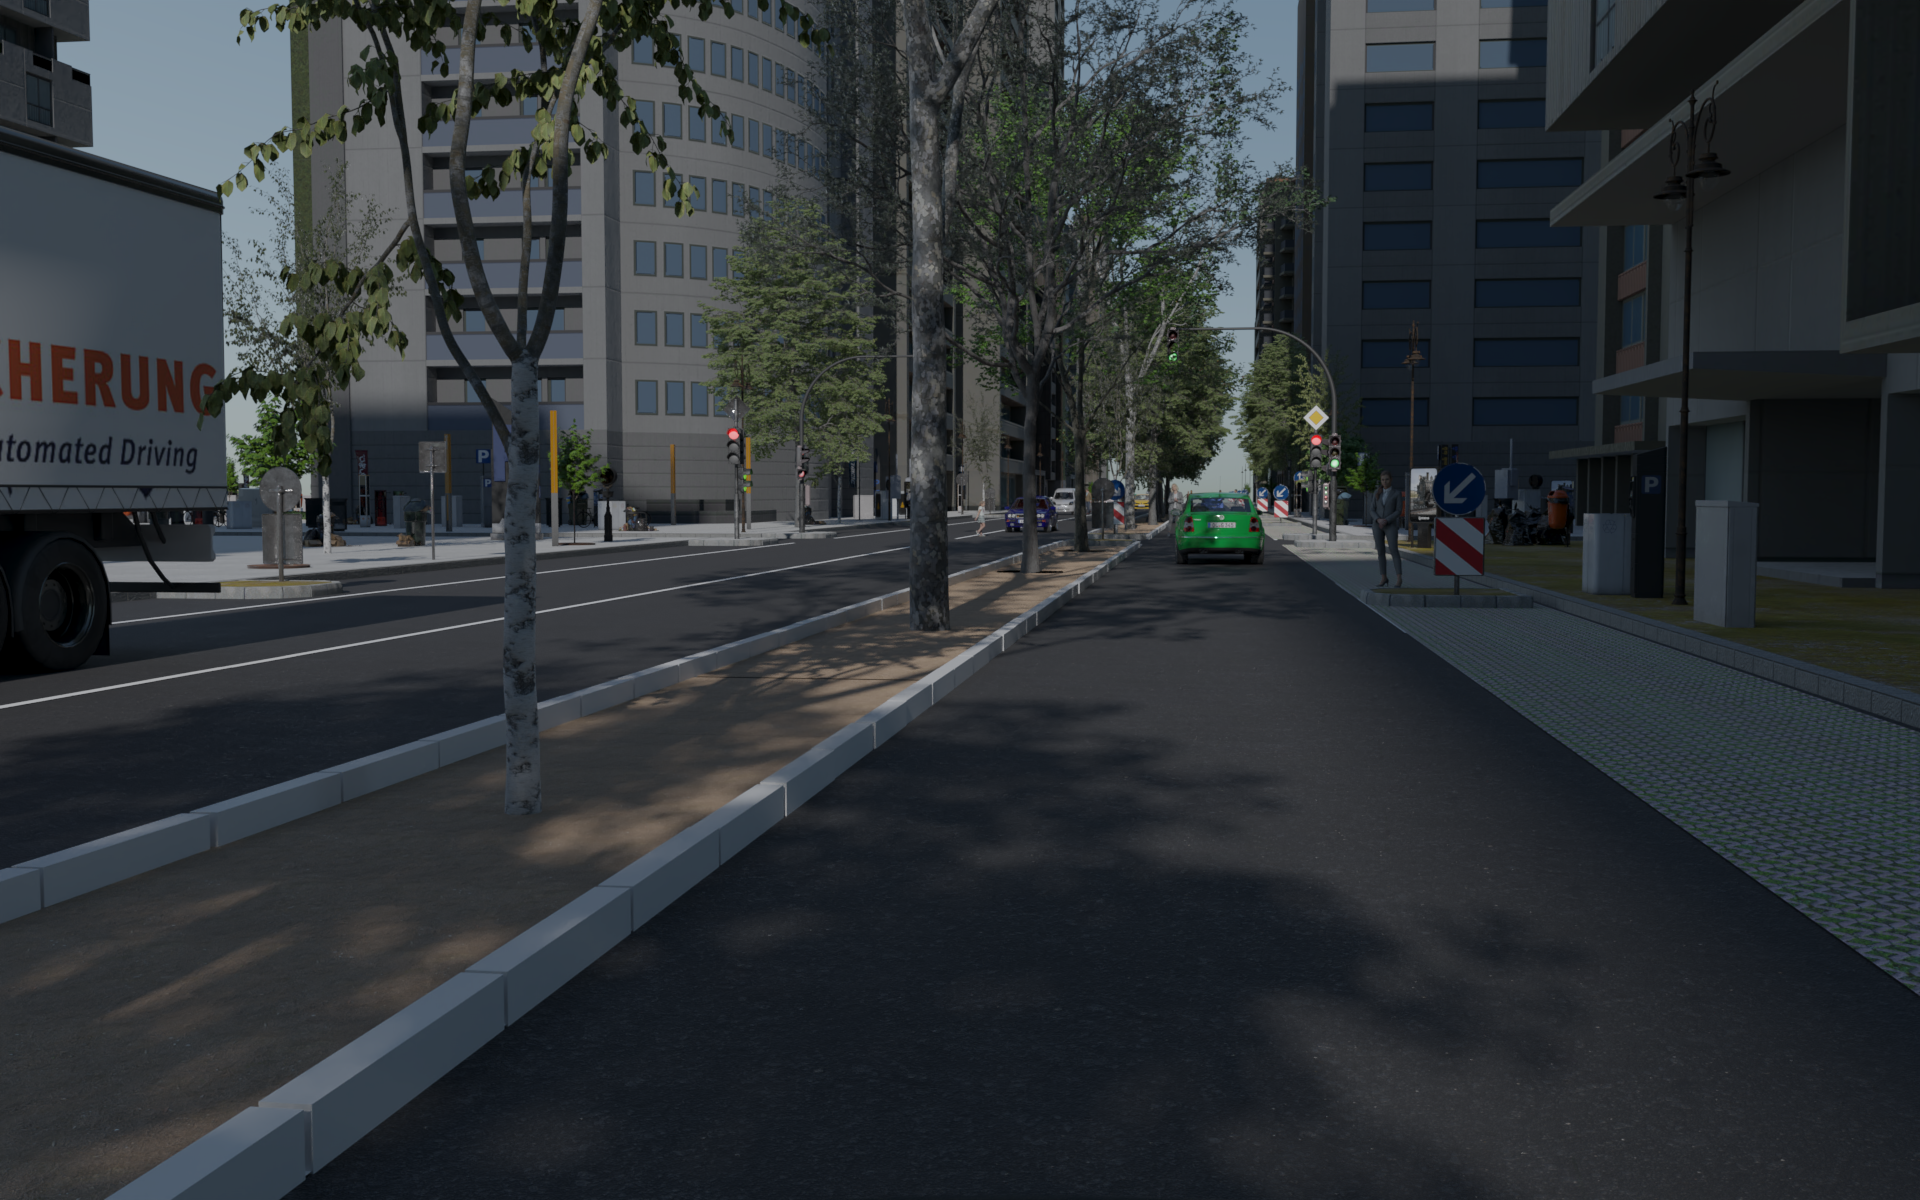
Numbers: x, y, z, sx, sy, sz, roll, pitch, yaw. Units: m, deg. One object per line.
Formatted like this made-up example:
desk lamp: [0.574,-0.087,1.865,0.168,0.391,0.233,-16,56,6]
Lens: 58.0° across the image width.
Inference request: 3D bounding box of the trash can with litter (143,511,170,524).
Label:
trash can with litter: [-21.572,-2.164,46.762,0.624,1.170,1.055,0,4,-3]

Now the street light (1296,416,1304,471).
street light: [20.207,-7.963,102.980,0.468,5.910,1.993,1,4,8]

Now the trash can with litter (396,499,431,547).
trash can with litter: [-13.397,-1.901,42.462,0.624,1.170,1.055,0,4,5]

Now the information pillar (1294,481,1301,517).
information pillar: [18.661,-5.578,95.698,0.304,2.012,0.304,-1,4,-15]

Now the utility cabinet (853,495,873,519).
utility cabinet: [-5.082,-4.883,91.006,1.020,1.237,0.306,-1,4,-19]

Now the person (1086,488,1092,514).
person: [9.231,-7.120,124.826,0.656,1.842,0.836,2,4,26]

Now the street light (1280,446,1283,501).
street light: [23.964,-9.529,128.592,0.468,5.910,1.993,1,4,8]

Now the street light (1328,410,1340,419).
street light: [16.590,-6.374,77.008,0.468,5.910,1.993,1,4,8]

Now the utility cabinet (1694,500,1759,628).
utility cabinet: [7.560,-0.363,17.098,0.306,1.237,1.020,0,4,7]

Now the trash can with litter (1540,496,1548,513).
trash can with litter: [26.909,-4.274,80.937,2.233,1.210,1.678,3,4,38]

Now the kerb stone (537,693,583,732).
kerb stone: [-2.547,0.714,10.537,0.120,0.150,1.000,1,4,8]

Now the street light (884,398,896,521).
street light: [-3.402,-6.762,83.338,0.468,5.910,1.993,1,4,8]

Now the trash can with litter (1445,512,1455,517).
trash can with litter: [17.164,-2.997,60.382,0.624,1.170,1.055,2,4,31]

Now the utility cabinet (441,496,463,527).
utility cabinet: [-19.932,-3.472,67.922,1.020,1.237,0.306,3,5,39]

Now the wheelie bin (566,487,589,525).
wheelie bin: [-15.622,-3.857,70.963,0.693,1.594,0.980,3,5,44]

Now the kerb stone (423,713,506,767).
kerb stone: [-2.696,0.776,9.515,0.120,0.150,1.000,1,4,8]

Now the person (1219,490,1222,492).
person: [23.912,-9.204,159.004,0.705,1.821,1.348,0,4,-4]

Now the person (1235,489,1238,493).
person: [20.392,-7.266,127.568,0.850,1.792,0.678,-1,4,-10]

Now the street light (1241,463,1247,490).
street light: [43.023,-17.632,261.068,0.468,5.910,1.993,1,4,8]

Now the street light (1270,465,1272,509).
street light: [27.514,-11.022,153.001,0.468,5.910,1.993,1,4,8]

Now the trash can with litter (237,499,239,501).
trash can with litter: [-36.111,-4.612,86.791,0.624,1.170,1.055,1,4,21]

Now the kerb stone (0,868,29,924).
kerb stone: [-3.280,1.025,5.444,0.120,0.150,1.000,1,4,8]

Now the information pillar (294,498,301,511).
information pillar: [-38.942,-5.947,101.733,0.304,2.012,0.304,-3,5,-43]

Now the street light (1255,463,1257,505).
street light: [34.780,-14.137,203.934,0.468,5.910,1.993,1,4,8]

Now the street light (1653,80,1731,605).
street light: [8.360,-2.884,19.937,0.468,5.910,1.993,1,4,8]

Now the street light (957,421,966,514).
street light: [0.165,-8.333,109.025,0.468,5.910,1.993,1,4,8]

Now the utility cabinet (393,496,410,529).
utility cabinet: [-20.904,-3.286,64.893,0.306,1.237,1.020,0,4,2]

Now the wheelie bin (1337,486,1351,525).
wheelie bin: [15.611,-3.871,71.203,0.980,1.594,0.693,3,4,36]

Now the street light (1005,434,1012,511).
street light: [3.717,-9.830,133.509,0.468,5.910,1.993,1,4,8]

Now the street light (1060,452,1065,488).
street light: [10.918,-12.927,184.136,0.468,5.910,1.993,1,4,8]

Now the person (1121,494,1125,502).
person: [9.686,-5.732,102.028,0.655,1.846,0.447,-2,4,-32]

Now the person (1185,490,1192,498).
person: [22.935,-9.990,171.806,1.348,1.831,0.705,1,4,22]

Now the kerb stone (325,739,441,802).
kerb stone: [-2.837,0.839,8.503,0.120,0.150,1.000,1,4,8]

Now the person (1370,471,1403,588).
person: [6.525,-1.086,26.528,0.520,1.790,0.573,1,4,17]

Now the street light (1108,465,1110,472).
street light: [22.929,-17.954,266.339,0.468,5.910,1.993,1,4,8]

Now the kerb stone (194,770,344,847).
kerb stone: [-2.979,0.900,7.482,0.120,0.150,1.000,1,4,8]

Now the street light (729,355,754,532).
street light: [-7.239,-5.196,57.737,0.468,5.910,1.993,1,4,8]

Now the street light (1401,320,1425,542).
street light: [12.080,-4.496,46.298,0.468,5.910,1.993,1,4,8]

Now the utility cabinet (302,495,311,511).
utility cabinet: [-34.188,-4.910,91.446,1.020,1.237,0.306,1,4,18]

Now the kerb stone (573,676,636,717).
kerb stone: [-2.400,0.654,11.550,0.120,0.150,1.000,1,4,8]

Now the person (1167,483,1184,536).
person: [7.339,-3.073,58.925,0.537,1.800,0.526,1,4,16]

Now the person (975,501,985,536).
person: [0.674,-2.776,58.906,0.382,1.210,0.505,0,4,-4]

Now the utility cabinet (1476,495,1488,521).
utility cabinet: [25.215,-4.438,83.729,0.306,1.237,1.020,2,4,31]

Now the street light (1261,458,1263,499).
street light: [31.180,-12.595,178.708,0.468,5.910,1.993,1,4,8]

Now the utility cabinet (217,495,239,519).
utility cabinet: [-37.214,-4.703,88.056,1.020,1.237,0.306,0,4,5]

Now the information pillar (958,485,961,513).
information pillar: [0.034,-6.880,116.980,0.304,2.012,0.304,1,4,12]

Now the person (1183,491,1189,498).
person: [24.139,-10.660,183.316,1.217,1.766,0.721,1,4,20]

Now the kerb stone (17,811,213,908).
kerb stone: [-3.137,0.963,6.456,0.120,0.150,1.000,1,4,8]

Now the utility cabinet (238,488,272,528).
utility cabinet: [-26.570,-3.464,65.310,1.173,1.500,0.318,0,4,7]

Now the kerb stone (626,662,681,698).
kerb stone: [-2.254,0.589,12.564,0.120,0.150,1.000,1,4,8]

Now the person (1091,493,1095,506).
person: [15.573,-11.921,203.043,1.348,1.869,0.705,1,4,10]

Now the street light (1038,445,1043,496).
street light: [7.349,-11.373,158.730,0.468,5.910,1.993,1,4,8]

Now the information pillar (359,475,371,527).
information pillar: [-22.914,-3.803,66.669,0.304,2.012,0.304,0,4,7]
